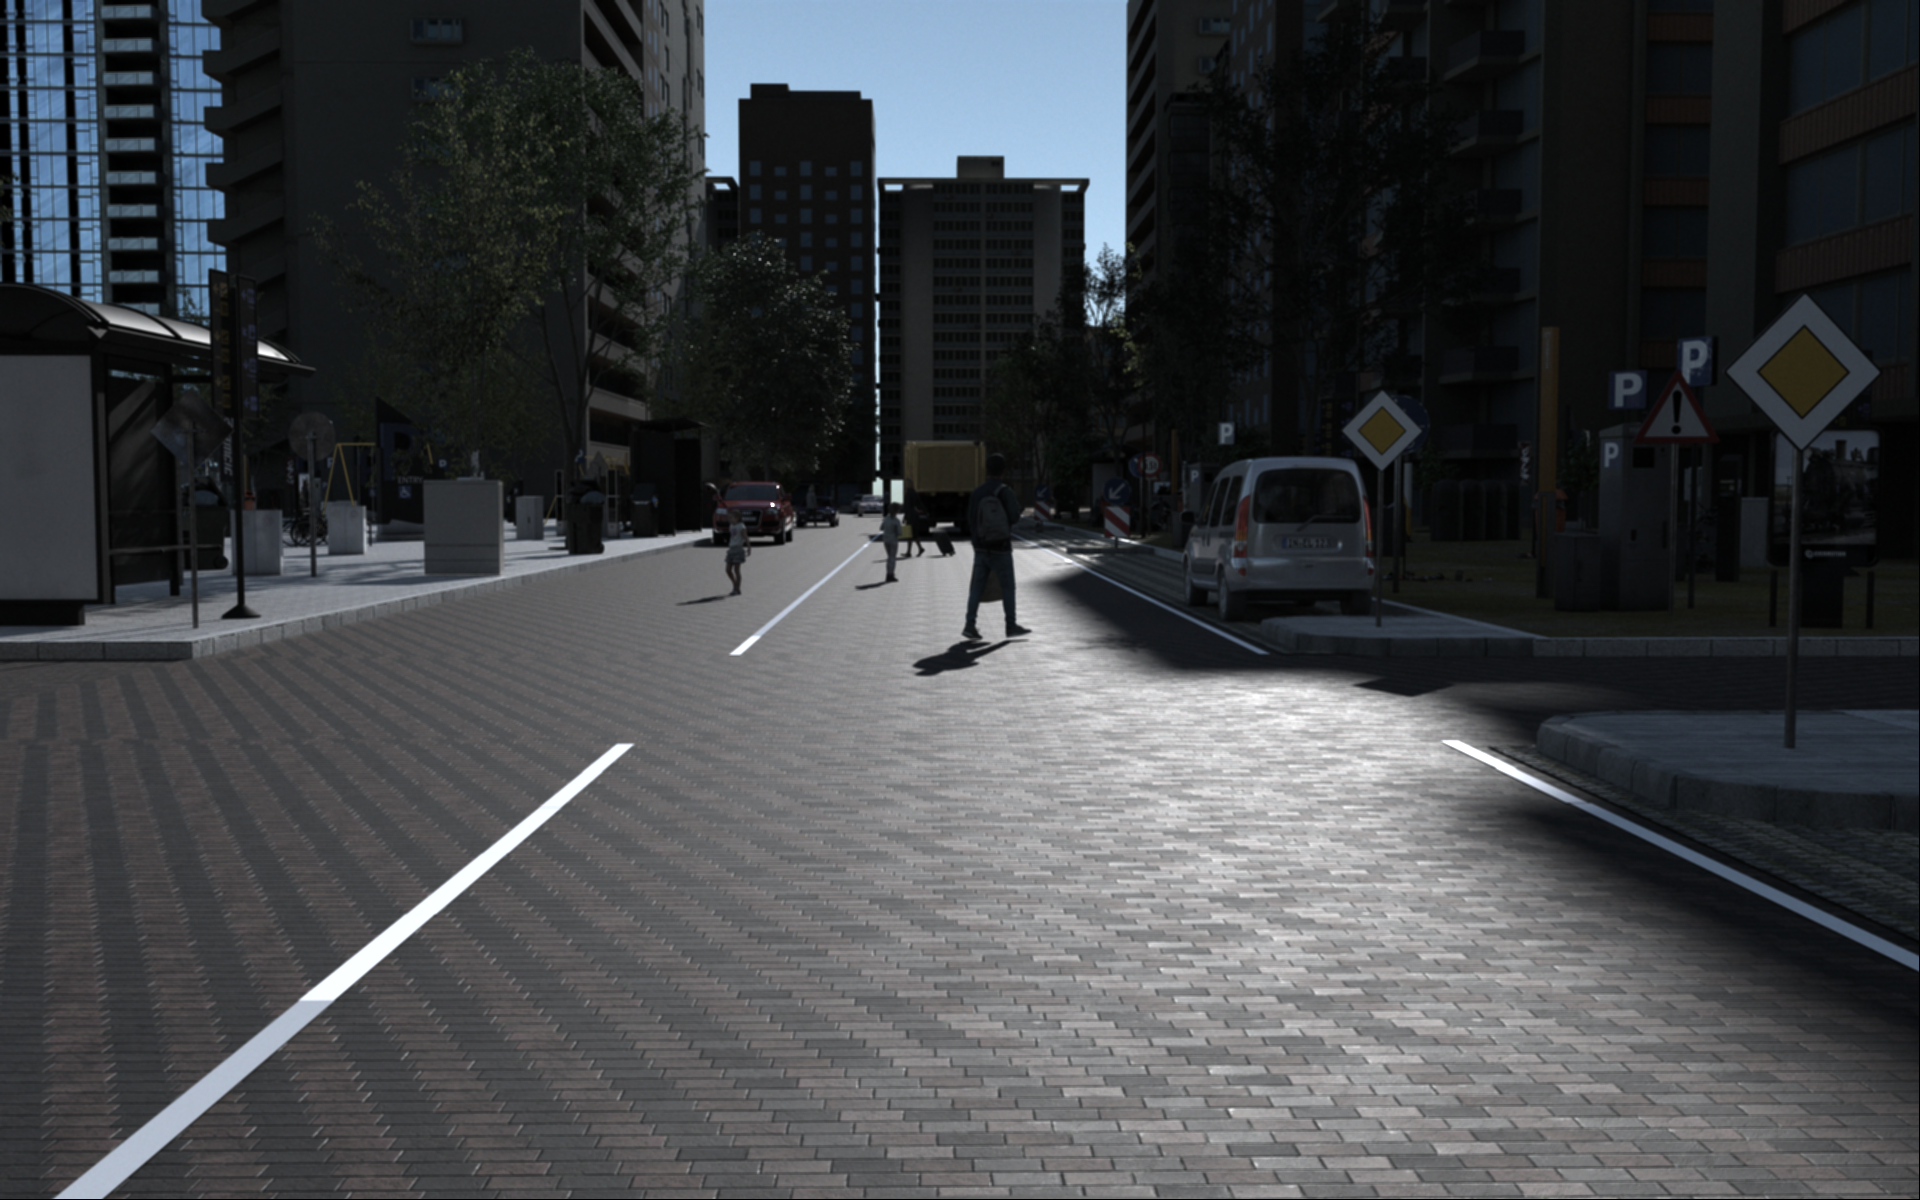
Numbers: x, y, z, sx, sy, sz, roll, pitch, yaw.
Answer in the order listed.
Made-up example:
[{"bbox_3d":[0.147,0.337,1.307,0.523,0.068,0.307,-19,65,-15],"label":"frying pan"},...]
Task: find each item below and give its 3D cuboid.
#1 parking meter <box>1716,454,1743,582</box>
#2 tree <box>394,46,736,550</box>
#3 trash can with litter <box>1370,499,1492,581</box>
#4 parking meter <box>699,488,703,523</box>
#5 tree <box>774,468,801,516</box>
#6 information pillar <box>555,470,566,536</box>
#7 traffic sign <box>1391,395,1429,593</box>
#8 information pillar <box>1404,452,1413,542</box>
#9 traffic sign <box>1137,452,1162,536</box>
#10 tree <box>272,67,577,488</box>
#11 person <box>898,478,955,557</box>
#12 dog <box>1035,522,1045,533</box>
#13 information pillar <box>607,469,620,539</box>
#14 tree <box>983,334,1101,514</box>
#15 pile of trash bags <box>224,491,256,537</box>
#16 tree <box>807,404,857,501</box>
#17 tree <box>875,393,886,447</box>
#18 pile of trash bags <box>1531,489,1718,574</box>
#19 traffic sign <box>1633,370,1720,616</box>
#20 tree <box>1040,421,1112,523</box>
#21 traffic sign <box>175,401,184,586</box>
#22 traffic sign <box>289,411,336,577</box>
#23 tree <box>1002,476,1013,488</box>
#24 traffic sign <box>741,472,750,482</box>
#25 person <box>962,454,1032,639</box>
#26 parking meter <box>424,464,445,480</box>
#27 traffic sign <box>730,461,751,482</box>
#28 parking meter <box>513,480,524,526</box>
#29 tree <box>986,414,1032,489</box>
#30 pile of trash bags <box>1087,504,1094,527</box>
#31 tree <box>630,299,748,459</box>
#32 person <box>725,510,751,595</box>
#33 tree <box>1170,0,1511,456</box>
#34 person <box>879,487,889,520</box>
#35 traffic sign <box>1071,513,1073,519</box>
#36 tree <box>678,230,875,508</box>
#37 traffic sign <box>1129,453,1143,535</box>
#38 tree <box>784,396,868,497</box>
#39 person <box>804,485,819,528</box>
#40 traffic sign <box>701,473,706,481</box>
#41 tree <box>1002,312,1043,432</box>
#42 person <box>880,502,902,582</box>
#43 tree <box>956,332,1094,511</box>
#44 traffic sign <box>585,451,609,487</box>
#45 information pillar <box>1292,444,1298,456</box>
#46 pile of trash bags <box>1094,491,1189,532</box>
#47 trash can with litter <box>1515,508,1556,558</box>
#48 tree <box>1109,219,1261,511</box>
[{"bbox_3d":[11.270,-1.203,25.379,0.255,1.863,0.399,3,4,37],"label":"parking meter"},{"bbox_3d":[-9.000,-6.986,39.975,9.928,11.665,9.643,0,3,0],"label":"tree"},{"bbox_3d":[6.757,-0.901,25.791,2.233,1.210,1.678,1,4,19],"label":"trash can with litter"},{"bbox_3d":[-9.364,-3.417,61.583,0.399,1.863,0.255,0,3,0],"label":"parking meter"},{"bbox_3d":[-10.323,-6.640,103.160,1.663,3.219,1.824,0,3,0],"label":"tree"},{"bbox_3d":[-12.162,-2.970,53.049,0.304,2.012,0.304,2,4,31],"label":"information pillar"},{"bbox_3d":[5.656,-1.363,22.395,0.768,2.556,0.104,0,4,6],"label":"traffic sign"},{"bbox_3d":[11.923,-3.347,46.076,0.183,3.616,0.504,0,4,-1],"label":"information pillar"},{"bbox_3d":[5.793,-3.233,52.959,0.768,2.556,0.104,0,4,3],"label":"traffic sign"},{"bbox_3d":[-8.581,-4.851,29.680,4.360,8.622,3.978,0,3,0],"label":"tree"},{"bbox_3d":[-0.790,-1.902,39.816,1.509,1.804,0.699,-2,4,-29],"label":"person"},{"bbox_3d":[2.970,-2.655,63.600,0.748,0.427,0.550,-3,5,-41],"label":"dog"},{"bbox_3d":[-10.003,-2.782,49.980,0.304,2.012,0.304,0,4,5],"label":"information pillar"},{"bbox_3d":[5.205,-11.265,109.937,9.928,11.665,9.643,0,3,0],"label":"tree"},{"bbox_3d":[-22.245,-2.559,51.594,1.912,1.369,3.447,1,4,16],"label":"pile of trash bags"},{"bbox_3d":[-10.300,-11.407,136.864,4.737,8.622,4.395,0,3,0],"label":"tree"},{"bbox_3d":[-11.308,-15.404,158.512,9.857,13.997,8.962,0,3,0],"label":"tree"},{"bbox_3d":[11.405,-1.200,29.374,3.447,1.369,1.912,3,4,38],"label":"pile of trash bags"},{"bbox_3d":[7.511,-1.114,18.225,0.884,2.594,0.081,0,4,4],"label":"traffic sign"},{"bbox_3d":[5.195,-5.767,77.999,4.285,4.588,4.351,0,3,0],"label":"tree"},{"bbox_3d":[-10.934,-1.482,24.240,0.884,2.594,0.081,0,4,3],"label":"traffic sign"},{"bbox_3d":[-9.991,-1.627,26.701,0.768,2.556,0.104,0,4,8],"label":"traffic sign"},{"bbox_3d":[4.213,-10.508,166.403,1.663,3.219,1.824,0,3,0],"label":"tree"},{"bbox_3d":[-11.368,-5.532,90.548,0.768,2.556,0.104,0,4,1],"label":"traffic sign"},{"bbox_3d":[0.306,-0.521,17.002,0.713,1.824,0.794,-3,4,-36],"label":"person"},{"bbox_3d":[-10.271,-1.725,33.916,0.255,1.863,0.399,1,4,12],"label":"parking meter"},{"bbox_3d":[-8.635,-4.165,68.108,0.884,2.594,0.081,0,4,6],"label":"traffic sign"},{"bbox_3d":[-17.804,-3.921,69.817,0.399,1.863,0.255,2,4,32],"label":"parking meter"},{"bbox_3d":[4.203,-12.394,153.011,4.737,8.622,4.395,0,3,0],"label":"tree"},{"bbox_3d":[5.807,-3.496,66.907,1.912,1.369,3.447,1,4,11],"label":"pile of trash bags"},{"bbox_3d":[-10.060,-6.979,64.467,4.737,8.622,4.395,0,3,0],"label":"tree"},{"bbox_3d":[-3.121,-0.681,24.655,0.505,1.210,0.382,3,5,40],"label":"person"},{"bbox_3d":[6.743,-5.970,32.017,7.601,10.594,8.767,-1,4,-19],"label":"tree"},{"bbox_3d":[-4.122,-5.320,95.467,0.705,1.826,1.348,1,4,16],"label":"person"},{"bbox_3d":[5.878,-5.541,90.707,0.768,2.556,0.104,0,4,5],"label":"traffic sign"},{"bbox_3d":[-9.168,-10.833,83.773,9.857,13.997,8.962,0,3,0],"label":"tree"},{"bbox_3d":[5.666,-3.307,54.173,0.768,2.556,0.104,0,4,4],"label":"traffic sign"},{"bbox_3d":[-11.524,-13.066,148.046,7.601,10.594,8.767,-1,4,-23],"label":"tree"},{"bbox_3d":[-6.281,-3.909,72.587,0.728,1.800,0.709,-3,5,-44],"label":"person"},{"bbox_3d":[-10.987,-4.398,71.912,0.884,2.594,0.081,0,4,2],"label":"traffic sign"},{"bbox_3d":[5.901,-7.899,63.566,8.767,10.594,7.601,0,4,-4],"label":"tree"},{"bbox_3d":[-1.112,-0.954,28.373,0.425,1.301,0.394,1,4,21],"label":"person"},{"bbox_3d":[4.838,-13.418,129.757,12.009,13.543,11.850,0,3,0],"label":"tree"},{"bbox_3d":[-10.821,-3.174,51.897,0.884,2.594,0.081,0,4,7],"label":"traffic sign"},{"bbox_3d":[15.683,-5.501,81.292,0.183,3.616,0.504,-1,4,-14],"label":"information pillar"},{"bbox_3d":[6.573,-3.026,59.225,1.912,1.369,3.447,-3,5,-39],"label":"pile of trash bags"},{"bbox_3d":[12.046,-1.463,34.984,2.233,1.210,1.678,-3,5,-40],"label":"trash can with litter"},{"bbox_3d":[6.038,-5.857,46.126,4.360,8.622,3.978,0,3,0],"label":"tree"}]
